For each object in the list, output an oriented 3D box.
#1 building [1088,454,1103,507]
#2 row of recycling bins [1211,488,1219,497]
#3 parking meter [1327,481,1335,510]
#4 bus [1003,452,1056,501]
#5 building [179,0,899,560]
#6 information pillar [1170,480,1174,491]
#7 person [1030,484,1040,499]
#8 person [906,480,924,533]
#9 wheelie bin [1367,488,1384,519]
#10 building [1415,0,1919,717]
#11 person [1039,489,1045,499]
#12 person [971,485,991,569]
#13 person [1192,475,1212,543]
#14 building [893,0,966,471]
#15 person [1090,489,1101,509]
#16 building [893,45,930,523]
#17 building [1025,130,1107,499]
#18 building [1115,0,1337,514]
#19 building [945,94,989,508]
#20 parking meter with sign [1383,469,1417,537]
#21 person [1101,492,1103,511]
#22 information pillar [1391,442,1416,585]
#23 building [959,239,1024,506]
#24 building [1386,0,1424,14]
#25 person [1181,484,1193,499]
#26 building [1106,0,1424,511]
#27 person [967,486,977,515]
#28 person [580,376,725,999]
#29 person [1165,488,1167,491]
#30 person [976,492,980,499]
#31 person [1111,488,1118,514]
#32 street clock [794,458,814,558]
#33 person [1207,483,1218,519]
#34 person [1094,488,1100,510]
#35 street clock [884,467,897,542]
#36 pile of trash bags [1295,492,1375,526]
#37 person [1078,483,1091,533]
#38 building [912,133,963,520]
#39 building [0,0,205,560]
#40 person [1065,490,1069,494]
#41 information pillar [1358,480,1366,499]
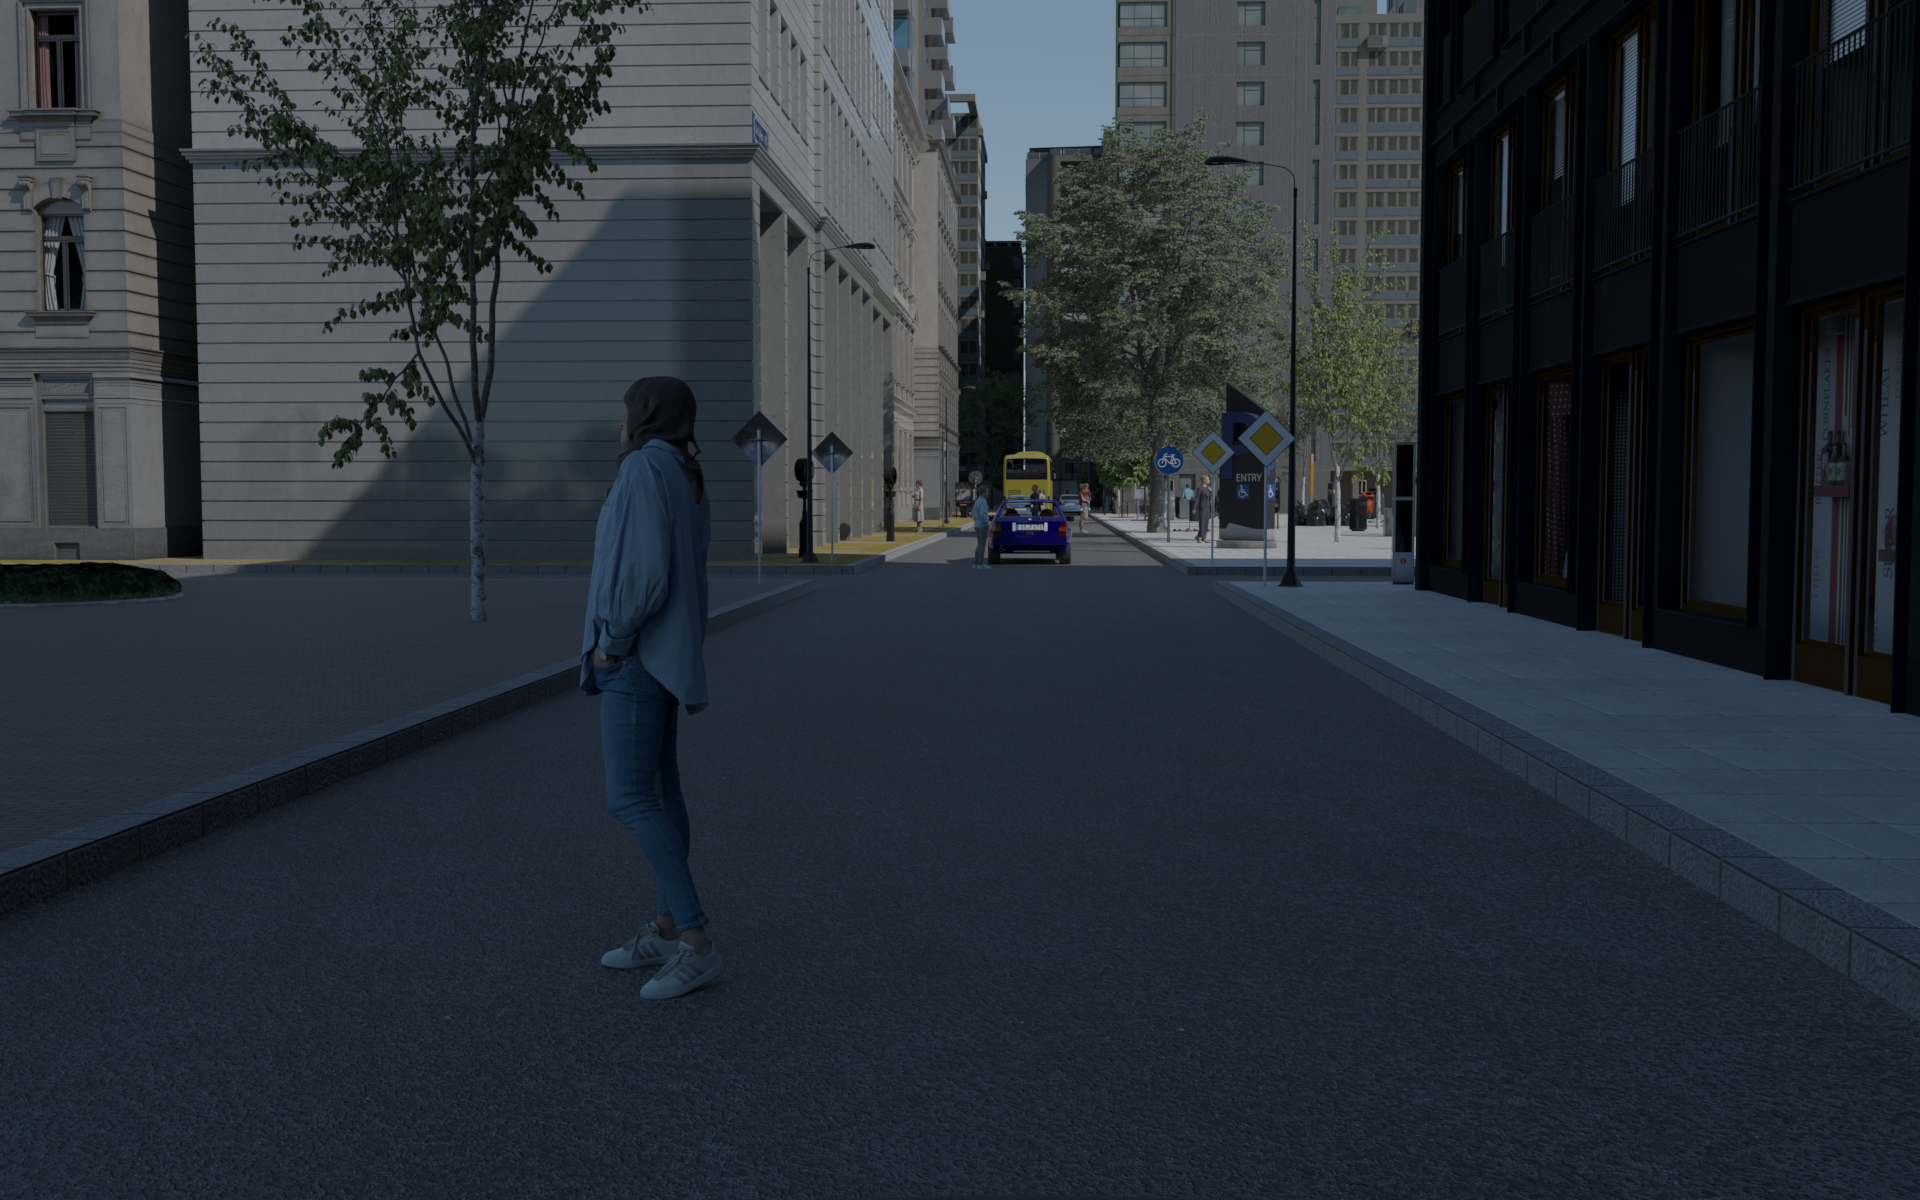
[{"bbox_3d":[23.726,-52.037,163.482,22.319,86.520,31.000,0,4,3],"label":"building"},{"bbox_3d":[16.551,-6.051,106.052,3.534,1.692,1.069,0,4,6],"label":"row of recycling bins"},{"bbox_3d":[16.978,-4.485,79.044,0.399,1.863,0.255,-3,5,-42],"label":"parking meter"},{"bbox_3d":[4.000,-6.609,99.612,2.896,3.916,12.252,0,4,4],"label":"bus"},{"bbox_3d":[-8.545,-16.515,47.506,11.434,29.767,29.804,0,4,3],"label":"building"},{"bbox_3d":[10.682,-5.098,87.844,0.304,2.012,0.304,0,4,3],"label":"information pillar"},{"bbox_3d":[2.714,-3.209,61.388,0.534,1.772,0.576,0,4,-2],"label":"person"},{"bbox_3d":[-1.446,-3.073,56.860,0.524,1.755,0.480,-2,4,-26],"label":"person"},{"bbox_3d":[21.231,-4.934,88.580,0.980,1.594,0.693,-1,4,-11],"label":"wheelie bin"},{"bbox_3d":[11.813,-11.292,14.298,12.332,23.373,15.834,0,4,3],"label":"building"},{"bbox_3d":[4.294,-5.063,92.288,0.512,1.701,0.522,-2,4,-25],"label":"person"},{"bbox_3d":[0.422,-1.391,33.050,0.330,1.601,0.589,-1,4,-10],"label":"person"},{"bbox_3d":[6.338,-2.378,45.352,0.534,1.772,0.576,2,4,25],"label":"person"},{"bbox_3d":[-11.854,-30.763,122.585,23.786,49.044,30.456,0,4,3],"label":"building"},{"bbox_3d":[11.406,-8.619,147.681,1.217,1.735,0.721,0,4,6],"label":"person"},{"bbox_3d":[-7.803,-14.574,74.443,11.583,22.565,21.152,0,4,3],"label":"building"},{"bbox_3d":[14.405,-31.437,197.593,14.086,41.232,14.154,0,4,3],"label":"building"},{"bbox_3d":[17.532,-26.578,118.137,14.154,41.232,14.086,0,4,3],"label":"building"},{"bbox_3d":[-9.370,-29.010,166.189,23.993,40.220,32.217,0,4,3],"label":"building"},{"bbox_3d":[13.664,-3.417,52.128,1.738,3.016,0.543,0,4,0],"label":"parking meter with sign"},{"bbox_3d":[10.891,-7.427,130.703,0.599,1.433,0.991,0,4,8],"label":"person"},{"bbox_3d":[6.302,-1.231,24.613,0.304,2.012,0.304,1,4,11],"label":"information pillar"},{"bbox_3d":[0.349,-26.138,199.060,14.107,30.474,14.160,0,4,3],"label":"building"},{"bbox_3d":[60.791,-46.505,198.615,20.611,71.187,20.563,0,4,3],"label":"building"},{"bbox_3d":[11.687,-5.071,88.979,0.660,1.820,0.620,-1,4,-20],"label":"person"},{"bbox_3d":[27.789,-27.205,136.683,32.217,40.220,23.993,0,4,3],"label":"building"},{"bbox_3d":[0.812,-6.001,104.425,0.850,1.792,0.678,-2,4,-26],"label":"person"},{"bbox_3d":[-0.900,0.219,5.183,0.793,1.790,0.793,-2,4,-31],"label":"person"},{"bbox_3d":[10.555,-5.051,88.439,0.655,1.846,0.447,-2,4,-33],"label":"person"},{"bbox_3d":[1.657,-8.596,146.600,0.705,1.822,1.348,2,4,31],"label":"person"},{"bbox_3d":[9.926,-6.357,110.806,0.721,1.723,1.217,2,4,24],"label":"person"},{"bbox_3d":[-3.142,-1.863,35.029,0.358,2.002,0.471,1,4,22],"label":"street clock"},{"bbox_3d":[12.832,-5.025,88.225,0.620,1.820,0.660,0,4,-5],"label":"person"},{"bbox_3d":[11.188,-8.263,141.663,0.721,1.766,1.217,2,4,25],"label":"person"},{"bbox_3d":[-1.877,-2.581,46.766,0.358,2.002,0.471,1,4,17],"label":"street clock"},{"bbox_3d":[15.118,-3.674,69.815,3.447,1.369,1.912,-1,4,-16],"label":"pile of trash bags"},{"bbox_3d":[4.553,-3.381,63.748,0.580,1.828,0.573,3,5,44],"label":"person"},{"bbox_3d":[-5.192,-14.979,94.052,9.793,20.994,18.267,0,4,3],"label":"building"},{"bbox_3d":[-24.632,-11.556,38.086,18.267,20.994,9.793,0,4,3],"label":"building"},{"bbox_3d":[9.317,-8.751,151.593,0.705,1.822,1.348,0,4,-1],"label":"person"},{"bbox_3d":[21.536,-5.399,92.762,0.304,2.012,0.304,-2,4,-25],"label":"information pillar"}]
